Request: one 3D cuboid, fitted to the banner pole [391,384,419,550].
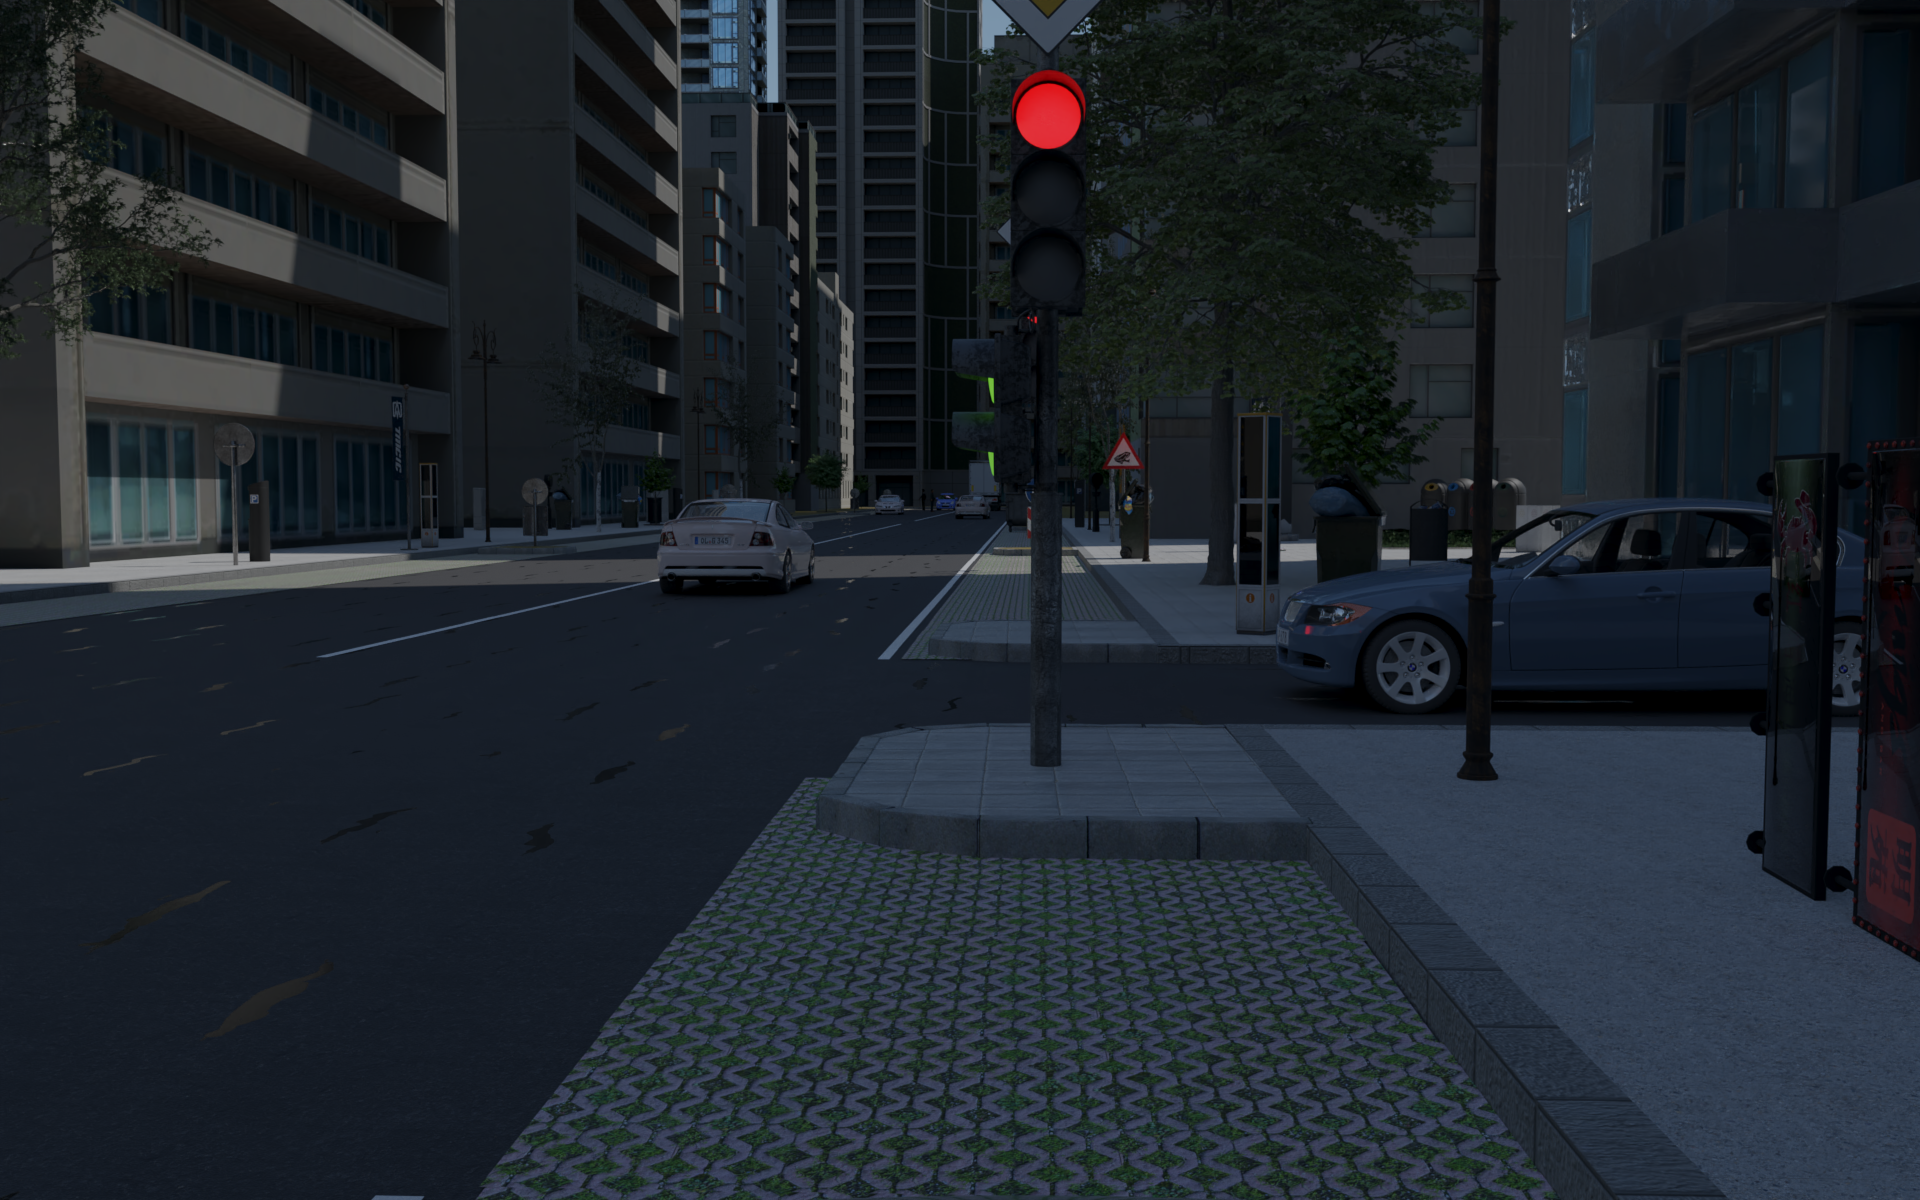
[{"bbox_3d":[-12.653,-3.014,39.295,0.401,3.779,0.863,1,4,13],"label":"banner pole"}]

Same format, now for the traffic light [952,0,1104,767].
[{"bbox_3d":[0.388,-1.173,8.094,0.839,4.253,0.868,0,4,2],"label":"traffic light"}]

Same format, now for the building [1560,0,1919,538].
[{"bbox_3d":[24.637,-24.716,23.714,30.456,49.044,23.786,0,4,2],"label":"building"}]

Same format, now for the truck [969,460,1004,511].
[{"bbox_3d":[2.264,-9.815,149.389,2.839,4.237,11.283,0,4,3],"label":"truck"}]

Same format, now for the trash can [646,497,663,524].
[{"bbox_3d":[-13.212,-3.872,74.954,0.748,1.137,0.748,0,3,0],"label":"trash can"}]

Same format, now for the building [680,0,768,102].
[{"bbox_3d":[-33.867,-53.504,187.460,31.000,86.520,22.319,0,4,2],"label":"building"}]

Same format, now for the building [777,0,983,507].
[{"bbox_3d":[-8.113,-45.744,186.169,20.611,71.187,20.563,0,4,2],"label":"building"}]

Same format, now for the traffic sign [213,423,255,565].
[{"bbox_3d":[-13.032,-1.895,31.088,0.768,2.556,0.104,0,4,4],"label":"traffic sign"}]

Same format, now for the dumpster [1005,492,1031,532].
[{"bbox_3d":[2.599,-3.462,64.824,1.865,1.857,1.264,0,4,3],"label":"dumpster"}]

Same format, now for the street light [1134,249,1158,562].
[{"bbox_3d":[3.531,-3.662,32.658,0.468,5.910,1.993,0,4,2],"label":"street light"}]

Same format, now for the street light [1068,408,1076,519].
[{"bbox_3d":[5.827,-7.213,90.721,0.468,5.910,1.993,0,4,2],"label":"street light"}]

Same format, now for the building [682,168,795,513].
[{"bbox_3d":[-25.966,-16.021,106.987,27.650,21.520,28.899,0,4,2],"label":"building"}]

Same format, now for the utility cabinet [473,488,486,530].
[{"bbox_3d":[-17.067,-3.243,61.705,0.318,1.500,1.173,0,4,-5],"label":"utility cabinet"}]

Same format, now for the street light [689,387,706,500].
[{"bbox_3d":[-11.312,-6.248,74.945,0.468,5.910,1.993,0,4,2],"label":"street light"}]

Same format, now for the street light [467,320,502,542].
[{"bbox_3d":[-12.603,-4.483,46.078,0.468,5.910,1.993,0,4,2],"label":"street light"}]

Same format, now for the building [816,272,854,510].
[{"bbox_3d":[-25.203,-18.822,152.771,28.899,21.520,27.650,0,4,2],"label":"building"}]

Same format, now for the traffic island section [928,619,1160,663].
[{"bbox_3d":[0.758,0.373,16.184,2.009,0.180,2.903,0,4,2],"label":"traffic island section"}]

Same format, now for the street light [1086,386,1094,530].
[{"bbox_3d":[4.638,-5.446,61.836,0.468,5.910,1.993,0,4,2],"label":"street light"}]

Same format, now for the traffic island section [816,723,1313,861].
[{"bbox_3d":[0.428,0.861,8.206,2.009,0.180,2.903,0,4,2],"label":"traffic island section"}]

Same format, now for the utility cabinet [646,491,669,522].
[{"bbox_3d":[-13.628,-4.243,78.050,0.318,1.500,1.173,2,4,31],"label":"utility cabinet"}]

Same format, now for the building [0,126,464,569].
[{"bbox_3d":[-25.566,-25.405,39.078,21.300,48.544,21.600,0,4,2],"label":"building"}]

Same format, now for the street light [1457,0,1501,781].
[{"bbox_3d":[2.339,-2.132,7.649,0.468,5.910,1.993,0,4,2],"label":"street light"}]

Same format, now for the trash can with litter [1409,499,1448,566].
[{"bbox_3d":[6.972,-0.806,24.238,2.233,1.210,1.678,0,4,8],"label":"trash can with litter"}]

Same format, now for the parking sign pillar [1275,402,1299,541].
[{"bbox_3d":[8.587,-3.612,47.535,1.447,3.967,1.447,3,5,44],"label":"parking sign pillar"}]

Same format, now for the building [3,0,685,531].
[{"bbox_3d":[-24.820,-27.611,75.142,21.300,48.544,21.600,0,4,2],"label":"building"}]

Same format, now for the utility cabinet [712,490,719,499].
[{"bbox_3d":[-12.337,-4.812,87.352,0.318,1.500,1.173,-1,4,-11],"label":"utility cabinet"}]

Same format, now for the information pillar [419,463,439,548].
[{"bbox_3d":[-12.675,-2.255,41.355,0.304,2.012,0.304,1,4,12],"label":"information pillar"}]

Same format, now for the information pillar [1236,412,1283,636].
[{"bbox_3d":[2.729,-0.693,15.818,0.304,2.012,0.304,3,4,38],"label":"information pillar"}]

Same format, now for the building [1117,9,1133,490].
[{"bbox_3d":[16.265,-27.425,98.517,14.600,45.320,14.200,0,4,2],"label":"building"}]

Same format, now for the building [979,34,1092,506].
[{"bbox_3d":[13.018,-34.456,187.052,21.600,48.544,21.300,0,4,2],"label":"building"}]

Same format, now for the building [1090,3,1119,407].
[{"bbox_3d":[25.201,-34.296,149.979,28.713,52.752,27.495,0,4,2],"label":"building"}]

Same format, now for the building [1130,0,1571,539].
[{"bbox_3d":[12.437,-22.701,54.748,14.154,41.232,14.086,0,4,2],"label":"building"}]

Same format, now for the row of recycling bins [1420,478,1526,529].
[{"bbox_3d":[13.453,-2.346,45.472,1.069,1.692,3.534,-2,4,-27],"label":"row of recycling bins"}]

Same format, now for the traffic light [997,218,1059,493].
[{"bbox_3d":[0.719,-1.661,16.072,0.839,4.253,0.868,0,4,2],"label":"traffic light"}]

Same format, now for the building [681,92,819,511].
[{"bbox_3d":[-18.363,-21.810,128.292,14.160,30.474,14.107,0,4,2],"label":"building"}]

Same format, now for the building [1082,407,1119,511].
[{"bbox_3d":[20.216,-49.374,119.936,22.319,86.520,31.000,0,4,2],"label":"building"}]

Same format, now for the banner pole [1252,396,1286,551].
[{"bbox_3d":[6.956,-3.002,39.093,0.863,3.779,0.401,2,4,24],"label":"banner pole"}]
